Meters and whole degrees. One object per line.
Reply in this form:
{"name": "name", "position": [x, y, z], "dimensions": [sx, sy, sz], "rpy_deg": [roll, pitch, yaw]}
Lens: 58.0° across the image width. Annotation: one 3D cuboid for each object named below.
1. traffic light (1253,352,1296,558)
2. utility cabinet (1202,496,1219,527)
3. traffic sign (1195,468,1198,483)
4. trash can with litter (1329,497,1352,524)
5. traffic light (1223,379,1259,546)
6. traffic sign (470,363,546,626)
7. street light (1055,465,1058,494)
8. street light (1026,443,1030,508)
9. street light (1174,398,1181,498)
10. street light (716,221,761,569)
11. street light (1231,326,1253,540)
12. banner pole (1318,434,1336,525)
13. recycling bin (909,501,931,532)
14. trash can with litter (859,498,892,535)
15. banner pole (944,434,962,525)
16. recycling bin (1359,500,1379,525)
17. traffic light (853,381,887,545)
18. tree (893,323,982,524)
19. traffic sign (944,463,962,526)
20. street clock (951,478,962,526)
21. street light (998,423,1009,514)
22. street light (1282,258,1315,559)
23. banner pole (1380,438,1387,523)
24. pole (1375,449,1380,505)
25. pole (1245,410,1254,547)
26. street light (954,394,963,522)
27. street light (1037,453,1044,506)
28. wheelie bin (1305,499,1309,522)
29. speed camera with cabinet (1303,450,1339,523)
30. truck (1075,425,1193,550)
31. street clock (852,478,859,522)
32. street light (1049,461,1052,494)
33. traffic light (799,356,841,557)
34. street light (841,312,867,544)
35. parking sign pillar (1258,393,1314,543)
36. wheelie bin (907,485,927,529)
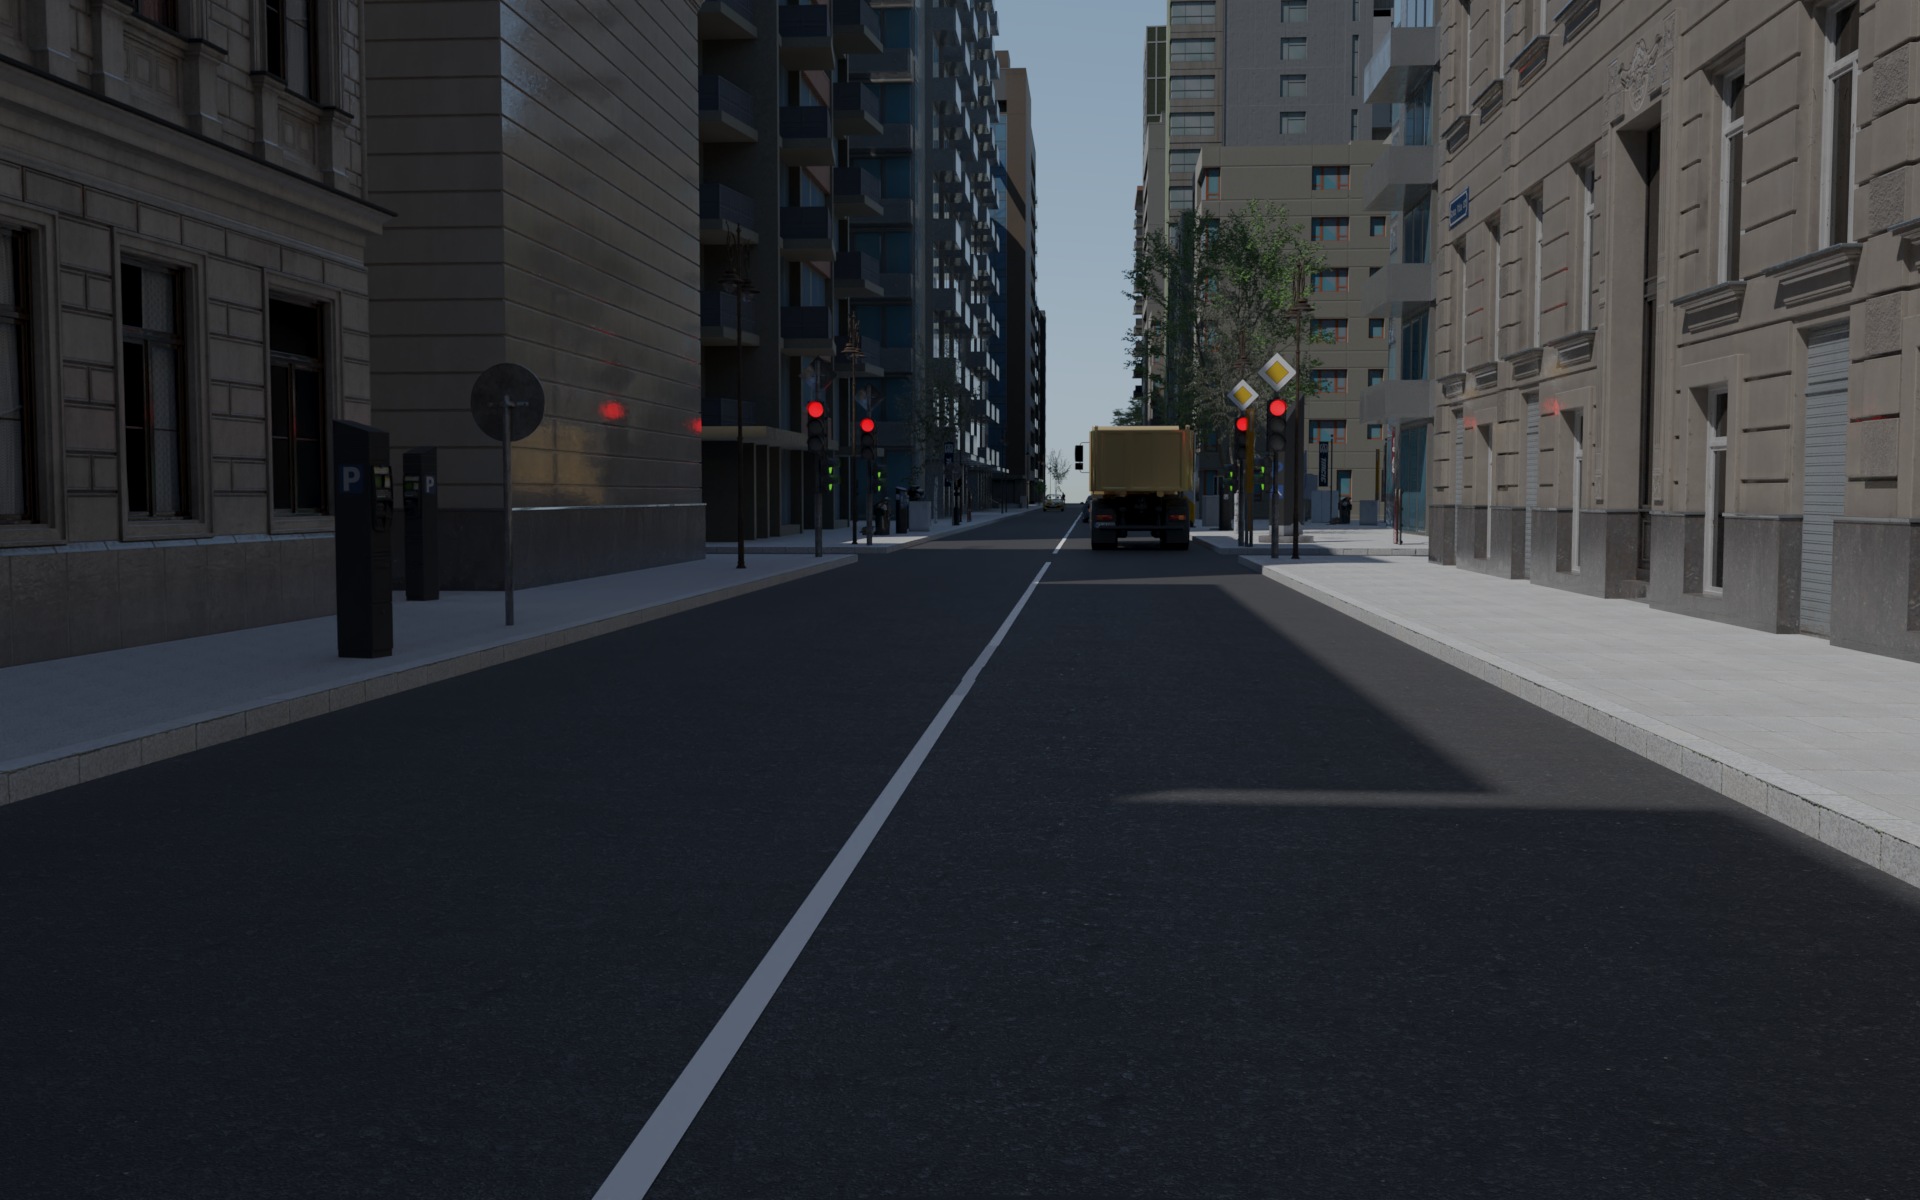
{"name": "traffic light", "position": [6.271, -2.787, 34.489], "dimensions": [0.839, 4.253, 0.868], "rpy_deg": [0, 4, 4]}
{"name": "utility cabinet", "position": [10.121, -3.521, 68.732], "dimensions": [1.020, 1.237, 0.306], "rpy_deg": [-1, 4, -22]}
{"name": "traffic sign", "position": [8.935, -3.982, 67.231], "dimensions": [0.606, 2.300, 0.079], "rpy_deg": [1, 4, 13]}
{"name": "trash can with litter", "position": [16.137, -3.803, 73.571], "dimensions": [0.624, 1.170, 1.055], "rpy_deg": [-3, 4, -38]}
{"name": "traffic light", "position": [6.890, -3.274, 42.450], "dimensions": [0.839, 4.253, 0.868], "rpy_deg": [0, 4, 4]}
{"name": "traffic sign", "position": [-4.400, -1.024, 16.845], "dimensions": [0.768, 2.556, 0.104], "rpy_deg": [1, 4, 9]}
{"name": "street light", "position": [15.234, -18.367, 273.088], "dimensions": [0.468, 5.910, 1.993], "rpy_deg": [0, 4, 4]}
{"name": "street light", "position": [6.061, -11.138, 154.887], "dimensions": [0.468, 5.910, 1.993], "rpy_deg": [0, 4, 4]}
{"name": "street light", "position": [10.427, -6.705, 82.422], "dimensions": [0.468, 5.910, 1.993], "rpy_deg": [0, 4, 4]}
{"name": "street light", "position": [-3.771, -3.479, 29.667], "dimensions": [0.468, 5.910, 1.993], "rpy_deg": [0, 4, 4]}
{"name": "street light", "position": [7.772, -4.591, 47.852], "dimensions": [0.468, 5.910, 1.993], "rpy_deg": [0, 4, 4]}
{"name": "banner pole", "position": [15.301, -5.030, 72.264], "dimensions": [0.863, 3.779, 0.401], "rpy_deg": [-1, 4, -21]}
{"name": "recycling bin", "position": [-1.377, -2.874, 59.544], "dimensions": [0.722, 1.027, 0.722], "rpy_deg": [0, 4, 4]}
{"name": "trash can with litter", "position": [-2.641, -2.598, 53.863], "dimensions": [1.055, 1.170, 0.624], "rpy_deg": [2, 4, 25]}
{"name": "banner pole", "position": [-0.328, -5.047, 72.528], "dimensions": [0.863, 3.779, 0.401], "rpy_deg": [2, 4, 29]}
{"name": "recycling bin", "position": [16.819, -3.585, 71.175], "dimensions": [0.722, 1.027, 0.722], "rpy_deg": [1, 4, 19]}
{"name": "traffic light", "position": [-2.245, -3.316, 43.142], "dimensions": [0.839, 4.253, 0.868], "rpy_deg": [0, 4, 4]}
{"name": "tree", "position": [-1.064, -7.646, 75.367], "dimensions": [4.360, 8.622, 3.978], "rpy_deg": [0, 3, 0]}
{"name": "traffic sign", "position": [-0.294, -4.271, 69.929], "dimensions": [0.768, 2.556, 0.104], "rpy_deg": [1, 4, 10]}
{"name": "street clock", "position": [-0.150, -4.035, 70.536], "dimensions": [0.358, 2.002, 0.471], "rpy_deg": [2, 4, 32]}
{"name": "street light", "position": [2.768, -8.586, 113.170], "dimensions": [0.468, 5.910, 1.993], "rpy_deg": [0, 4, 4]}
{"name": "street light", "position": [6.639, -3.750, 34.096], "dimensions": [0.468, 5.910, 1.993], "rpy_deg": [0, 4, 4]}
{"name": "banner pole", "position": [19.042, -5.360, 77.654], "dimensions": [0.401, 3.779, 0.863], "rpy_deg": [0, 4, 5]}
{"name": "pole", "position": [18.929, -5.179, 78.520], "dimensions": [0.158, 3.312, 0.155], "rpy_deg": [0, 3, 0]}
{"name": "pole", "position": [7.003, -2.939, 41.902], "dimensions": [0.158, 3.312, 0.155], "rpy_deg": [0, 3, 0]}
{"name": "street light", "position": [0.024, -6.472, 78.608], "dimensions": [0.468, 5.910, 1.993], "rpy_deg": [0, 4, 4]}
{"name": "street light", "position": [8.678, -13.276, 189.853], "dimensions": [0.468, 5.910, 1.993], "rpy_deg": [0, 4, 4]}
{"name": "wheelie bin", "position": [15.882, -4.462, 80.862], "dimensions": [0.693, 1.594, 0.980], "rpy_deg": [-2, 4, -31]}
{"name": "speed camera with cabinet", "position": [17.210, -5.459, 83.598], "dimensions": [2.038, 3.252, 0.660], "rpy_deg": [0, 4, -5]}
{"name": "truck", "position": [4.888, -3.189, 48.057], "dimensions": [3.469, 3.379, 9.791], "rpy_deg": [0, 4, 4]}
{"name": "street clock", "position": [-4.820, -4.614, 80.004], "dimensions": [0.358, 2.002, 0.471], "rpy_deg": [0, 4, 4]}
{"name": "street light", "position": [12.438, -16.251, 238.485], "dimensions": [0.468, 5.910, 1.993], "rpy_deg": [0, 4, 4]}
{"name": "traffic light", "position": [-2.864, -2.829, 35.181], "dimensions": [0.839, 4.253, 0.868], "rpy_deg": [0, 4, 4]}
{"name": "street light", "position": [-2.688, -4.358, 44.042], "dimensions": [0.468, 5.910, 1.993], "rpy_deg": [0, 4, 4]}
{"name": "parking sign pillar", "position": [8.629, -3.501, 45.713], "dimensions": [1.447, 3.967, 1.447], "rpy_deg": [2, 4, 34]}
{"name": "wheelie bin", "position": [-1.642, -3.423, 63.877], "dimensions": [0.693, 1.594, 0.980], "rpy_deg": [2, 4, 28]}
